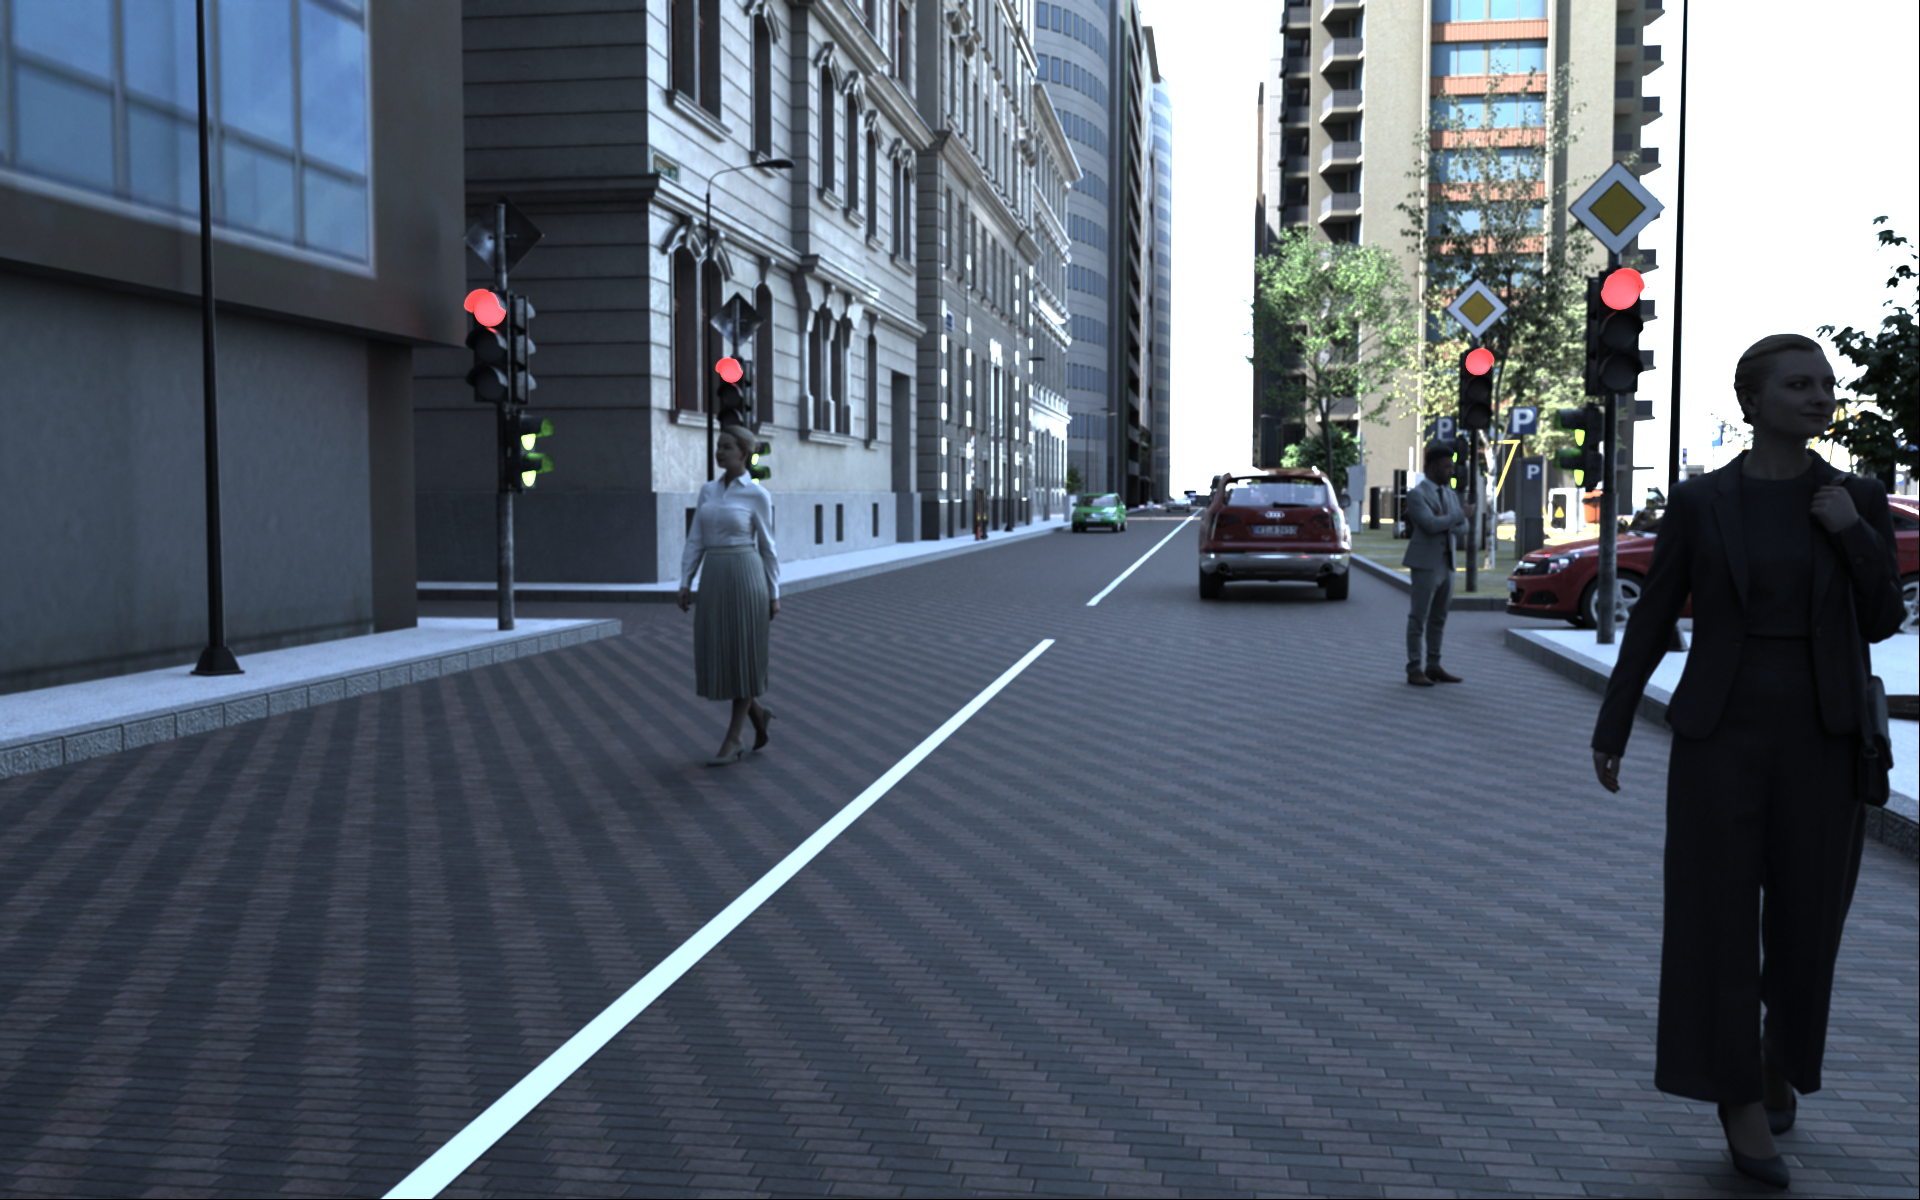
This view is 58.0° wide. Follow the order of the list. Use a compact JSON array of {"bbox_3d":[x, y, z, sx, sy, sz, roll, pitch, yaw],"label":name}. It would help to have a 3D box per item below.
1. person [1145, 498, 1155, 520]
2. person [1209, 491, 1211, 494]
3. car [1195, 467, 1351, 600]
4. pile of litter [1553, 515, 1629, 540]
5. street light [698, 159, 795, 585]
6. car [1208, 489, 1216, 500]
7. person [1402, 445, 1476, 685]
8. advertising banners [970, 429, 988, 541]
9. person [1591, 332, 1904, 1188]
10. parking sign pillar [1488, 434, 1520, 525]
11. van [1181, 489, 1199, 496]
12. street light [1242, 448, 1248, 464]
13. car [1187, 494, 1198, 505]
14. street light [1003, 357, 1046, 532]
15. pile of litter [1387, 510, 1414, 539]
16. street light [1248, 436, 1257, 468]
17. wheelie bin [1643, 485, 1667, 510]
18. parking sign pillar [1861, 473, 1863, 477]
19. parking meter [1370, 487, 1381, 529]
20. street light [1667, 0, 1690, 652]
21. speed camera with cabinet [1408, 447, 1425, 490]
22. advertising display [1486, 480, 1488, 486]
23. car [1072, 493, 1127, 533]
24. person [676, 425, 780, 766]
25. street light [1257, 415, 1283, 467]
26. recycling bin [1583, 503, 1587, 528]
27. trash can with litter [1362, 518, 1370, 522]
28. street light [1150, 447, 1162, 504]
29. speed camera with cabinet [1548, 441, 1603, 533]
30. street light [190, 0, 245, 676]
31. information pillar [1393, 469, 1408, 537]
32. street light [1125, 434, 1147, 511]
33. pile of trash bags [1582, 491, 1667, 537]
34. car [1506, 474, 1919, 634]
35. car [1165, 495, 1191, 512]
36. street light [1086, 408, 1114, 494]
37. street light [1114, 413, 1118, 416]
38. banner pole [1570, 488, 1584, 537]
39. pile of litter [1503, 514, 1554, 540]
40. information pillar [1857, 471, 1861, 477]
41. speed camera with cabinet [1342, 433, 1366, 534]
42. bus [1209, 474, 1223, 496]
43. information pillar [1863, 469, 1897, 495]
[{"bbox_3d":[10.481,-5.013,95.484,0.505,1.210,0.382,-1,4,-9],"label":"person"},{"bbox_3d":[27.917,-11.323,193.708,0.705,1.814,1.350,2,4,33],"label":"person"},{"bbox_3d":[4.547,-1.010,25.188,2.281,1.827,5.304,1,4,10],"label":"car"},{"bbox_3d":[13.170,-1.310,35.382,1.719,0.858,1.176,-3,5,-42],"label":"pile of litter"},{"bbox_3d":[-2.978,-3.161,24.220,1.470,5.913,1.316,1,4,8],"label":"street light"},{"bbox_3d":[20.937,-7.911,138.020,2.281,1.827,5.304,0,4,7],"label":"car"},{"bbox_3d":[3.617,-0.266,13.036,0.466,1.800,0.511,3,5,40],"label":"person"},{"bbox_3d":[0.510,-3.144,47.594,0.090,3.025,2.074,1,4,14],"label":"advertising banners"},{"bbox_3d":[1.720,0.315,3.770,0.576,1.772,0.534,0,4,-3],"label":"person"},{"bbox_3d":[22.696,-5.127,72.303,1.447,3.967,1.447,-2,4,-24],"label":"parking sign pillar"},{"bbox_3d":[27.670,-12.467,208.222,2.240,2.365,5.245,0,4,7],"label":"van"},{"bbox_3d":[30.780,-13.005,185.173,1.470,5.913,1.316,1,4,8],"label":"street light"},{"bbox_3d":[27.304,-11.811,202.705,1.945,1.707,3.694,0,4,7],"label":"car"},{"bbox_3d":[2.203,-5.281,58.880,1.470,5.913,1.316,1,4,8],"label":"street light"},{"bbox_3d":[13.024,-2.175,49.527,1.176,0.858,1.719,-2,4,-26],"label":"pile of litter"},{"bbox_3d":[23.776,-10.084,137.411,1.470,5.913,1.316,1,4,8],"label":"street light"},{"bbox_3d":[29.373,-3.996,73.235,0.980,1.594,0.693,2,4,32],"label":"wheelie bin"},{"bbox_3d":[33.267,-4.549,62.847,1.447,3.967,1.447,-2,4,-33],"label":"parking sign pillar"},{"bbox_3d":[15.168,-3.356,63.289,0.372,1.533,0.369,0,3,0],"label":"parking meter"},{"bbox_3d":[5.301,-2.545,14.148,1.470,5.913,1.316,1,4,8],"label":"street light"},{"bbox_3d":[19.541,-4.801,72.830,0.660,3.252,2.038,-1,4,-21],"label":"speed camera with cabinet"},{"bbox_3d":[23.836,-4.409,77.305,0.974,1.923,0.123,-2,4,-33],"label":"advertising display"},{"bbox_3d":[5.309,-3.493,65.907,1.959,1.807,4.718,1,4,10],"label":"car"},{"bbox_3d":[-1.197,-0.039,9.362,0.478,1.798,0.641,2,4,33],"label":"person"},{"bbox_3d":[18.460,-7.934,102.258,1.470,5.913,1.316,1,4,8],"label":"street light"},{"bbox_3d":[23.055,-3.211,65.059,0.722,1.027,0.722,-2,4,-28],"label":"recycling bin"},{"bbox_3d":[18.594,-4.198,79.701,1.678,1.210,2.233,2,4,30],"label":"trash can with litter"},{"bbox_3d":[18.792,-12.074,169.947,1.470,5.913,1.316,1,4,8],"label":"street light"},{"bbox_3d":[20.428,-3.839,57.108,0.660,3.252,2.038,-2,4,-32],"label":"speed camera with cabinet"},{"bbox_3d":[-4.765,-2.419,12.098,1.470,5.913,1.316,1,4,8],"label":"street light"},{"bbox_3d":[13.093,-2.874,51.478,0.304,2.012,0.304,-1,4,-18],"label":"information pillar"},{"bbox_3d":[13.582,-9.915,134.654,1.470,5.913,1.316,1,4,8],"label":"street light"},{"bbox_3d":[19.038,-2.342,48.042,3.447,1.369,1.912,0,4,7],"label":"pile of trash bags"},{"bbox_3d":[7.907,-0.525,17.621,4.494,1.783,2.155,1,4,10],"label":"car"},{"bbox_3d":[17.528,-7.745,138.992,2.083,1.381,4.827,0,4,8],"label":"car"},{"bbox_3d":[7.406,-7.400,93.536,1.470,5.913,1.316,1,4,8],"label":"street light"},{"bbox_3d":[8.401,-7.795,99.995,1.470,5.913,1.316,1,4,8],"label":"street light"},{"bbox_3d":[18.568,-3.789,51.969,0.401,3.779,0.863,1,4,17],"label":"banner pole"},{"bbox_3d":[16.207,-2.155,49.204,1.176,0.858,1.719,-1,4,-10],"label":"pile of litter"},{"bbox_3d":[46.228,-5.966,88.896,0.504,3.616,0.183,1,4,18],"label":"information pillar"},{"bbox_3d":[12.839,-3.805,56.545,0.660,3.252,2.038,0,4,7],"label":"speed camera with cabinet"},{"bbox_3d":[25.215,-10.423,165.272,2.948,3.499,13.247,1,4,8],"label":"bus"},{"bbox_3d":[11.789,-1.085,22.227,0.304,2.012,0.304,0,4,4],"label":"information pillar"}]
